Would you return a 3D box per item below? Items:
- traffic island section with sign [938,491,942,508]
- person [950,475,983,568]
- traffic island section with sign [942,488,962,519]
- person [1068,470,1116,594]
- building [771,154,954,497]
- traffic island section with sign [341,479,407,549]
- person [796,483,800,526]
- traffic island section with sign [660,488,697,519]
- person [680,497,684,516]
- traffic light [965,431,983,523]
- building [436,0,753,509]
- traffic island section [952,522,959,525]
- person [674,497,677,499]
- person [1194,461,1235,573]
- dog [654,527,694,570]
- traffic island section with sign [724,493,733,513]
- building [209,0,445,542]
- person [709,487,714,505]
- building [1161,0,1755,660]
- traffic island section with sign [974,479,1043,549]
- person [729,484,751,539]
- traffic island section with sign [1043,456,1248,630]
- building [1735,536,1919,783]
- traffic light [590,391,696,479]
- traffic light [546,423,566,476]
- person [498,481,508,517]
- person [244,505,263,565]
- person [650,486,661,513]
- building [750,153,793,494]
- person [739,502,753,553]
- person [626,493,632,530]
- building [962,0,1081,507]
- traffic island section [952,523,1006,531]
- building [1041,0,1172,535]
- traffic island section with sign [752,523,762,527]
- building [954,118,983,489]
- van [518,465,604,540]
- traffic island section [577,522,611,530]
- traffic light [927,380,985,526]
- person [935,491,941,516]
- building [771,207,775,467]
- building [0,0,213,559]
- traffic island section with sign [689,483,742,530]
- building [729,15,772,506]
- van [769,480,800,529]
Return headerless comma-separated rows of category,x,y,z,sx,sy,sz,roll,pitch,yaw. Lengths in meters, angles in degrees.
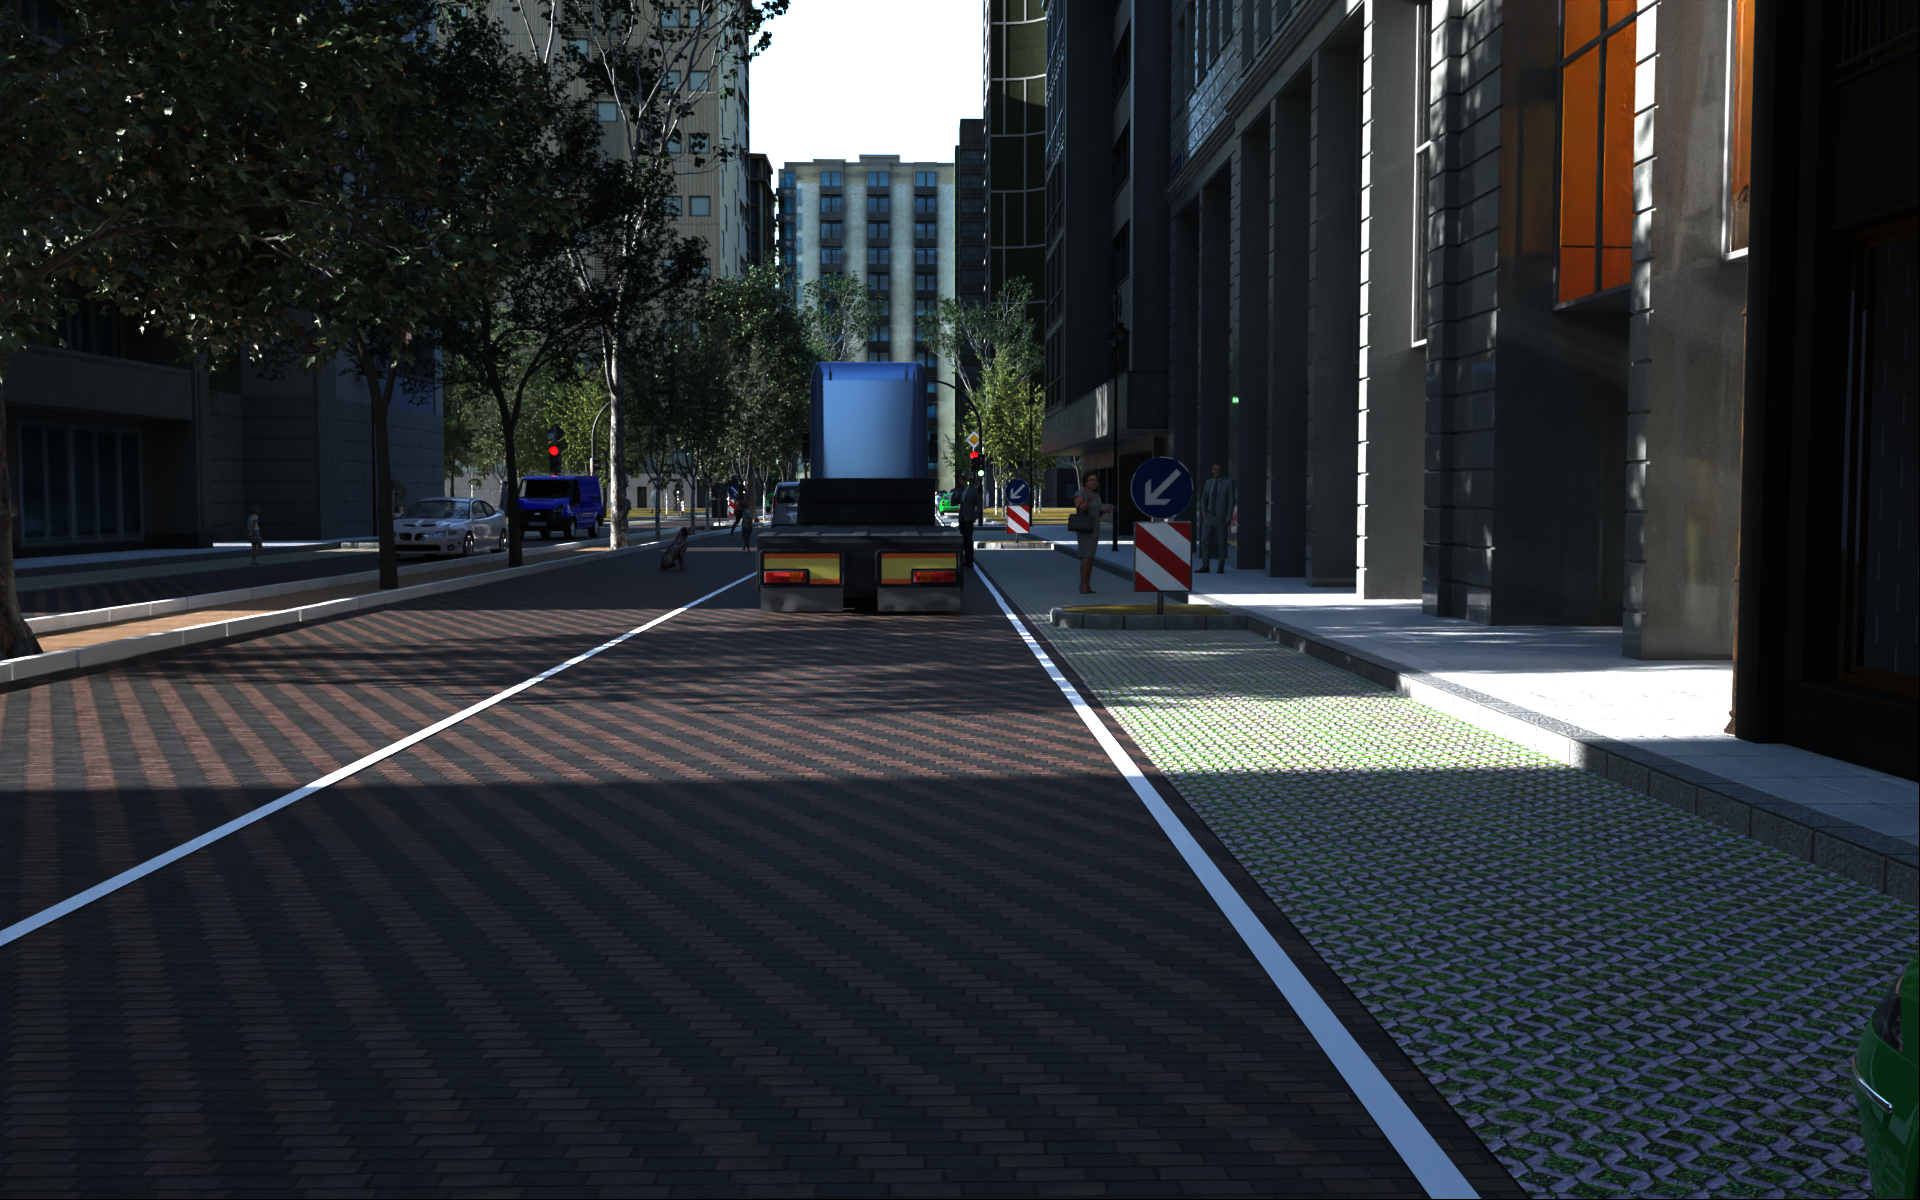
traffic island section with sign,-0.562,-7.349,128.782,1.989,1.847,2.006,0,4,-1
person,0.124,-1.546,33.964,0.473,1.802,0.592,-3,4,-36
traffic island section with sign,0.080,-5.686,101.586,1.989,1.847,2.006,0,4,-1
person,1.850,-0.974,24.782,0.716,1.782,0.532,-3,5,-45
building,-11.425,-38.358,246.768,30.456,49.044,23.786,0,4,-1
traffic island section with sign,-15.153,-2.288,46.036,1.989,1.847,2.006,0,4,-1
person,-5.219,-2.986,57.602,0.850,1.792,0.678,-3,4,-38
traffic island section with sign,-16.449,-5.662,101.208,1.989,1.847,2.006,0,4,-1
person,-16.689,-5.556,104.018,0.352,1.250,0.332,3,4,36
traffic light,0.606,-5.380,76.879,0.839,4.253,0.868,0,4,-1
building,-34.745,-35.167,164.221,28.713,52.752,27.495,0,4,-1
traffic island section,0.646,-3.346,76.994,2.009,0.180,2.903,0,4,-1
person,-23.509,-8.343,143.023,0.524,1.755,0.480,1,4,22
person,4.157,-1.342,28.087,0.635,1.810,0.391,2,4,28
dog,-5.480,-0.971,32.705,0.800,0.831,0.513,1,4,19
traffic island section with sign,-17.088,-7.311,128.155,1.989,1.847,2.006,0,4,-1
building,-31.999,-31.337,54.362,28.212,58.520,21.231,0,4,-1
person,-19.983,-8.133,138.996,0.794,1.824,0.713,1,4,18
building,10.371,-15.032,23.258,11.434,29.767,29.804,0,4,-1
traffic island section with sign,1.380,-2.286,46.011,1.989,1.847,2.006,0,4,-1
person,-6.976,-2.792,54.742,0.643,1.750,0.593,3,4,38
traffic island section with sign,2.011,-0.638,19.063,1.989,1.847,2.006,0,4,-1
building,10.417,-10.458,0.671,12.332,23.373,15.834,0,4,-1
traffic light,-14.061,-6.232,76.554,4.771,5.953,1.251,0,4,-1
traffic light,-15.962,-4.866,68.487,0.839,4.253,0.868,0,4,-1
person,-18.212,-3.865,69.330,0.767,1.812,0.694,1,4,14
person,-14.254,-1.302,34.806,0.505,1.210,0.382,3,4,36
person,-20.585,-6.795,117.017,0.818,1.842,0.514,-1,4,-14
building,-36.107,-34.284,215.170,28.867,44.769,22.147,0,4,-1
person,-5.173,-1.757,41.913,0.352,1.250,0.332,0,4,6
person,-13.324,-3.533,68.854,0.523,1.515,0.503,-1,4,-13
building,10.678,-44.985,173.751,20.563,71.187,20.611,0,4,-1
traffic island section,0.834,-2.858,69.011,2.009,0.180,2.903,0,4,-1
building,10.650,-14.356,53.781,14.314,24.678,30.058,0,4,-1
traffic island section with sign,-9.827,-4.176,76.409,2.006,1.907,1.989,0,4,-1
building,6.879,-31.089,191.896,14.154,41.232,14.086,0,4,-1
van,-12.984,-3.146,55.820,2.240,2.365,5.245,0,4,1
traffic island section,-16.191,-3.322,76.603,2.009,0.180,2.903,0,4,-1
traffic light,-1.295,-5.752,68.706,4.771,5.953,1.251,0,4,-1
person,-1.477,-6.183,111.396,0.589,1.601,0.330,3,4,39
building,-37.420,-37.978,244.635,21.600,48.544,21.300,0,4,-1
building,-28.225,-24.797,29.131,21.300,48.544,21.600,0,4,-1
traffic island section with sign,-9.662,-3.723,69.003,2.006,1.907,1.989,0,4,-1
building,-31.299,-45.884,188.459,20.563,71.187,20.611,0,4,-1
van,-5.741,-3.294,60.872,2.013,2.044,4.112,0,4,-3
